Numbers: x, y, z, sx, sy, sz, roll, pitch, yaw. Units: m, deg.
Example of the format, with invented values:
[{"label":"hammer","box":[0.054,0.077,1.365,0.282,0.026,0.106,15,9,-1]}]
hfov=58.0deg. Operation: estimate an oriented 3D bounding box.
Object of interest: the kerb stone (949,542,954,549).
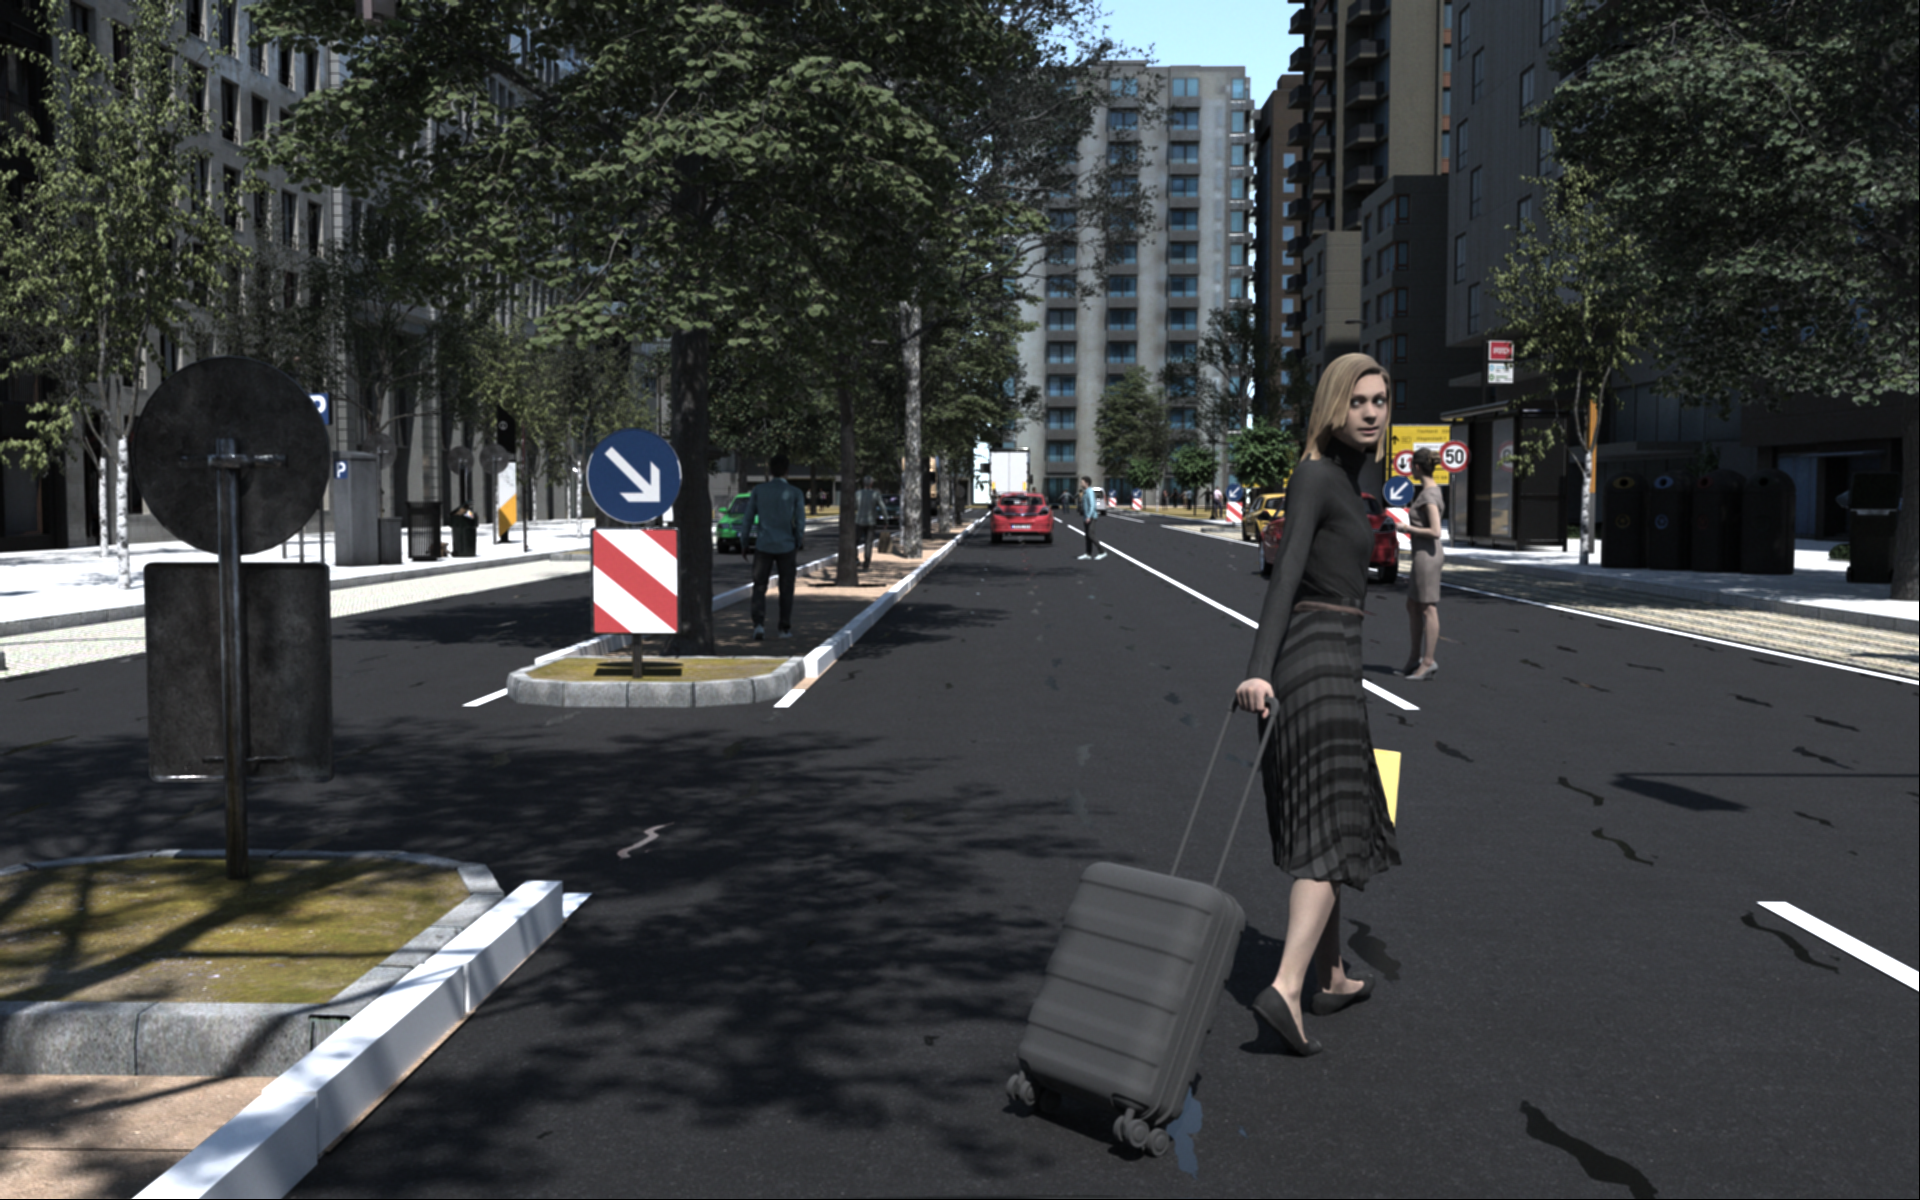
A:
[{"label":"kerb stone","box":[-0.297,-1.313,43.667,0.120,0.150,1.000,0,4,2]}]

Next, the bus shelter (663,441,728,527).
[{"label":"bus shelter","box":[-10.470,-4.496,67.441,2.014,3.302,5.546,0,4,2]}]

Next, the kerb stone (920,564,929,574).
[{"label":"kerb stone","box":[-0.677,-0.498,30.346,0.120,0.150,1.000,0,4,2]}]

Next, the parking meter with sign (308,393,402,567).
[{"label":"parking meter with sign","box":[-10.714,-2.111,30.774,0.543,3.016,1.738,2,4,27]}]

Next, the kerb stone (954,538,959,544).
[{"label":"kerb stone","box":[-0.172,-1.564,47.775,0.120,0.150,1.000,0,4,2]}]

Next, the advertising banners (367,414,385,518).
[{"label":"advertising banners","box":[-13.069,-2.602,38.734,0.090,3.025,2.074,-1,4,-11]}]

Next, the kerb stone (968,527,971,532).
[{"label":"kerb stone","box":[0.233,-2.442,62.119,0.120,0.150,1.000,0,4,2]}]

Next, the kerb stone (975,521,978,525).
[{"label":"kerb stone","box":[0.606,-3.258,75.458,0.120,0.150,1.000,0,4,2]}]

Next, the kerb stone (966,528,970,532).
[{"label":"kerb stone","box":[0.176,-2.317,60.075,0.120,0.150,1.000,0,4,2]}]

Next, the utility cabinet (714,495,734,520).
[{"label":"utility cabinet","box":[-11.875,-4.653,87.244,1.020,1.237,0.306,2,4,25]}]

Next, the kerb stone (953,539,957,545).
[{"label":"kerb stone","box":[-0.211,-1.502,46.753,0.120,0.150,1.000,0,4,2]}]

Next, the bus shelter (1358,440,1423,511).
[{"label":"bus shelter","box":[13.102,-3.678,54.066,2.014,3.302,5.546,0,4,2]}]

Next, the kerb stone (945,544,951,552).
[{"label":"kerb stone","box":[-0.350,-1.188,41.617,0.120,0.150,1.000,0,4,2]}]

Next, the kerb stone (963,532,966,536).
[{"label":"kerb stone","box":[0.024,-2.004,54.954,0.120,0.150,1.000,0,4,2]}]

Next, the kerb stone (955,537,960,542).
[{"label":"kerb stone","box":[-0.150,-1.626,48.803,0.120,0.150,1.000,0,4,2]}]

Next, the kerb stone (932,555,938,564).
[{"label":"kerb stone","box":[-0.565,-0.750,34.459,0.120,0.150,1.000,0,4,2]}]

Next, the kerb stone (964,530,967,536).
[{"label":"kerb stone","box":[0.081,-2.125,57.007,0.120,0.150,1.000,0,4,2]}]

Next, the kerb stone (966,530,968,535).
[{"label":"kerb stone","box":[0.118,-2.192,58.029,0.120,0.150,1.000,0,4,2]}]

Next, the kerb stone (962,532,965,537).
[{"label":"kerb stone","box":[-0.009,-1.940,53.933,0.120,0.150,1.000,0,4,2]}]

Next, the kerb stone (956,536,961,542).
[{"label":"kerb stone","box":[-0.123,-1.681,49.837,0.120,0.150,1.000,0,4,2]}]

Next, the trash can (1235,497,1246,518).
[{"label":"trash can","box":[13.821,-4.535,85.803,0.748,1.137,0.748,0,3,0]}]

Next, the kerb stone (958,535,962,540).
[{"label":"kerb stone","box":[-0.096,-1.753,50.863,0.120,0.150,1.000,0,4,2]}]

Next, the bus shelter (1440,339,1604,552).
[{"label":"bus shelter","box":[13.291,-3.977,42.649,2.179,5.291,8.768,0,4,1]}]

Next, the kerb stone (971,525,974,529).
[{"label":"kerb stone","box":[0.352,-2.691,66.224,0.120,0.150,1.000,0,4,2]}]

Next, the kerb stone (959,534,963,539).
[{"label":"kerb stone","box":[-0.057,-1.815,51.885,0.120,0.150,1.000,0,4,2]}]

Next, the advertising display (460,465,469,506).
[{"label":"advertising display","box":[-11.164,-2.069,39.042,0.123,1.923,0.974,-1,4,-12]}]

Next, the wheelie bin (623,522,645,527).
[{"label":"wheelie bin","box":[-10.561,-2.956,56.245,0.980,1.594,0.693,-2,4,-35]}]

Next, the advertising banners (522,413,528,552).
[{"label":"advertising banners","box":[-9.654,-2.581,38.380,0.090,3.025,2.074,-1,4,-13]}]

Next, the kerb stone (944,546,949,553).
[{"label":"kerb stone","box":[-0.389,-1.121,40.595,0.120,0.150,1.000,0,4,2]}]

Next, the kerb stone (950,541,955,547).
[{"label":"kerb stone","box":[-0.265,-1.376,44.693,0.120,0.150,1.000,0,4,2]}]

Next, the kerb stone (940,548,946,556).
[{"label":"kerb stone","box":[-0.444,-1.000,38.552,0.120,0.150,1.000,0,4,2]}]

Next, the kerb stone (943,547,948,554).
[{"label":"kerb stone","box":[-0.419,-1.063,39.573,0.120,0.150,1.000,0,4,2]}]

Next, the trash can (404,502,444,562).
[{"label":"trash can","box":[-10.218,-1.308,33.034,0.748,1.137,0.748,0,3,0]}]

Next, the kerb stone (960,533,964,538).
[{"label":"kerb stone","box":[-0.032,-1.878,52.907,0.120,0.150,1.000,0,4,2]}]

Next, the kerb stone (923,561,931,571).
[{"label":"kerb stone","box":[-0.649,-0.561,31.373,0.120,0.150,1.000,0,4,2]}]

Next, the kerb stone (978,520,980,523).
[{"label":"kerb stone","box":[0.704,-3.446,78.537,0.120,0.150,1.000,0,4,2]}]

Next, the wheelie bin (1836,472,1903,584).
[{"label":"wheelie bin","box":[13.206,-1.049,25.064,0.980,1.594,0.693,2,4,33]}]

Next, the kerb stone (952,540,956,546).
[{"label":"kerb stone","box":[-0.240,-1.439,45.727,0.120,0.150,1.000,0,4,2]}]

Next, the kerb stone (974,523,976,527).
[{"label":"kerb stone","box":[0.472,-2.943,70.319,0.120,0.150,1.000,0,4,2]}]

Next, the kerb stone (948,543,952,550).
[{"label":"kerb stone","box":[-0.327,-1.251,42.645,0.120,0.150,1.000,0,4,2]}]

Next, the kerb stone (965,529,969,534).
[{"label":"kerb stone","box":[0.144,-2.252,59.054,0.120,0.150,1.000,0,4,2]}]

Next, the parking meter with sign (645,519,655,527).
[{"label":"parking meter with sign","box":[-12.117,-4.364,67.620,0.543,3.016,1.738,-1,4,-15]}]

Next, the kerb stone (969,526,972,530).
[{"label":"kerb stone","box":[0.262,-2.505,63.146,0.120,0.150,1.000,0,4,2]}]

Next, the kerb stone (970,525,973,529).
[{"label":"kerb stone","box":[0.323,-2.630,65.202,0.120,0.150,1.000,0,4,2]}]

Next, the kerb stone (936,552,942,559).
[{"label":"kerb stone","box":[-0.504,-0.875,36.502,0.120,0.150,1.000,0,4,2]}]

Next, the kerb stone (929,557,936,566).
[{"label":"kerb stone","box":[-0.592,-0.685,33.428,0.120,0.150,1.000,0,4,2]}]

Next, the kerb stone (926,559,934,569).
[{"label":"kerb stone","box":[-0.614,-0.624,32.395,0.120,0.150,1.000,0,4,2]}]

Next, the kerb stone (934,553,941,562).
[{"label":"kerb stone","box":[-0.526,-0.812,35.480,0.120,0.150,1.000,0,4,2]}]

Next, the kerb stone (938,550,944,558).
[{"label":"kerb stone","box":[-0.470,-0.938,37.530,0.120,0.150,1.000,0,4,2]}]

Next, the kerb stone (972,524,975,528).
[{"label":"kerb stone","box":[0.403,-2.817,68.272,0.120,0.150,1.000,0,4,2]}]
